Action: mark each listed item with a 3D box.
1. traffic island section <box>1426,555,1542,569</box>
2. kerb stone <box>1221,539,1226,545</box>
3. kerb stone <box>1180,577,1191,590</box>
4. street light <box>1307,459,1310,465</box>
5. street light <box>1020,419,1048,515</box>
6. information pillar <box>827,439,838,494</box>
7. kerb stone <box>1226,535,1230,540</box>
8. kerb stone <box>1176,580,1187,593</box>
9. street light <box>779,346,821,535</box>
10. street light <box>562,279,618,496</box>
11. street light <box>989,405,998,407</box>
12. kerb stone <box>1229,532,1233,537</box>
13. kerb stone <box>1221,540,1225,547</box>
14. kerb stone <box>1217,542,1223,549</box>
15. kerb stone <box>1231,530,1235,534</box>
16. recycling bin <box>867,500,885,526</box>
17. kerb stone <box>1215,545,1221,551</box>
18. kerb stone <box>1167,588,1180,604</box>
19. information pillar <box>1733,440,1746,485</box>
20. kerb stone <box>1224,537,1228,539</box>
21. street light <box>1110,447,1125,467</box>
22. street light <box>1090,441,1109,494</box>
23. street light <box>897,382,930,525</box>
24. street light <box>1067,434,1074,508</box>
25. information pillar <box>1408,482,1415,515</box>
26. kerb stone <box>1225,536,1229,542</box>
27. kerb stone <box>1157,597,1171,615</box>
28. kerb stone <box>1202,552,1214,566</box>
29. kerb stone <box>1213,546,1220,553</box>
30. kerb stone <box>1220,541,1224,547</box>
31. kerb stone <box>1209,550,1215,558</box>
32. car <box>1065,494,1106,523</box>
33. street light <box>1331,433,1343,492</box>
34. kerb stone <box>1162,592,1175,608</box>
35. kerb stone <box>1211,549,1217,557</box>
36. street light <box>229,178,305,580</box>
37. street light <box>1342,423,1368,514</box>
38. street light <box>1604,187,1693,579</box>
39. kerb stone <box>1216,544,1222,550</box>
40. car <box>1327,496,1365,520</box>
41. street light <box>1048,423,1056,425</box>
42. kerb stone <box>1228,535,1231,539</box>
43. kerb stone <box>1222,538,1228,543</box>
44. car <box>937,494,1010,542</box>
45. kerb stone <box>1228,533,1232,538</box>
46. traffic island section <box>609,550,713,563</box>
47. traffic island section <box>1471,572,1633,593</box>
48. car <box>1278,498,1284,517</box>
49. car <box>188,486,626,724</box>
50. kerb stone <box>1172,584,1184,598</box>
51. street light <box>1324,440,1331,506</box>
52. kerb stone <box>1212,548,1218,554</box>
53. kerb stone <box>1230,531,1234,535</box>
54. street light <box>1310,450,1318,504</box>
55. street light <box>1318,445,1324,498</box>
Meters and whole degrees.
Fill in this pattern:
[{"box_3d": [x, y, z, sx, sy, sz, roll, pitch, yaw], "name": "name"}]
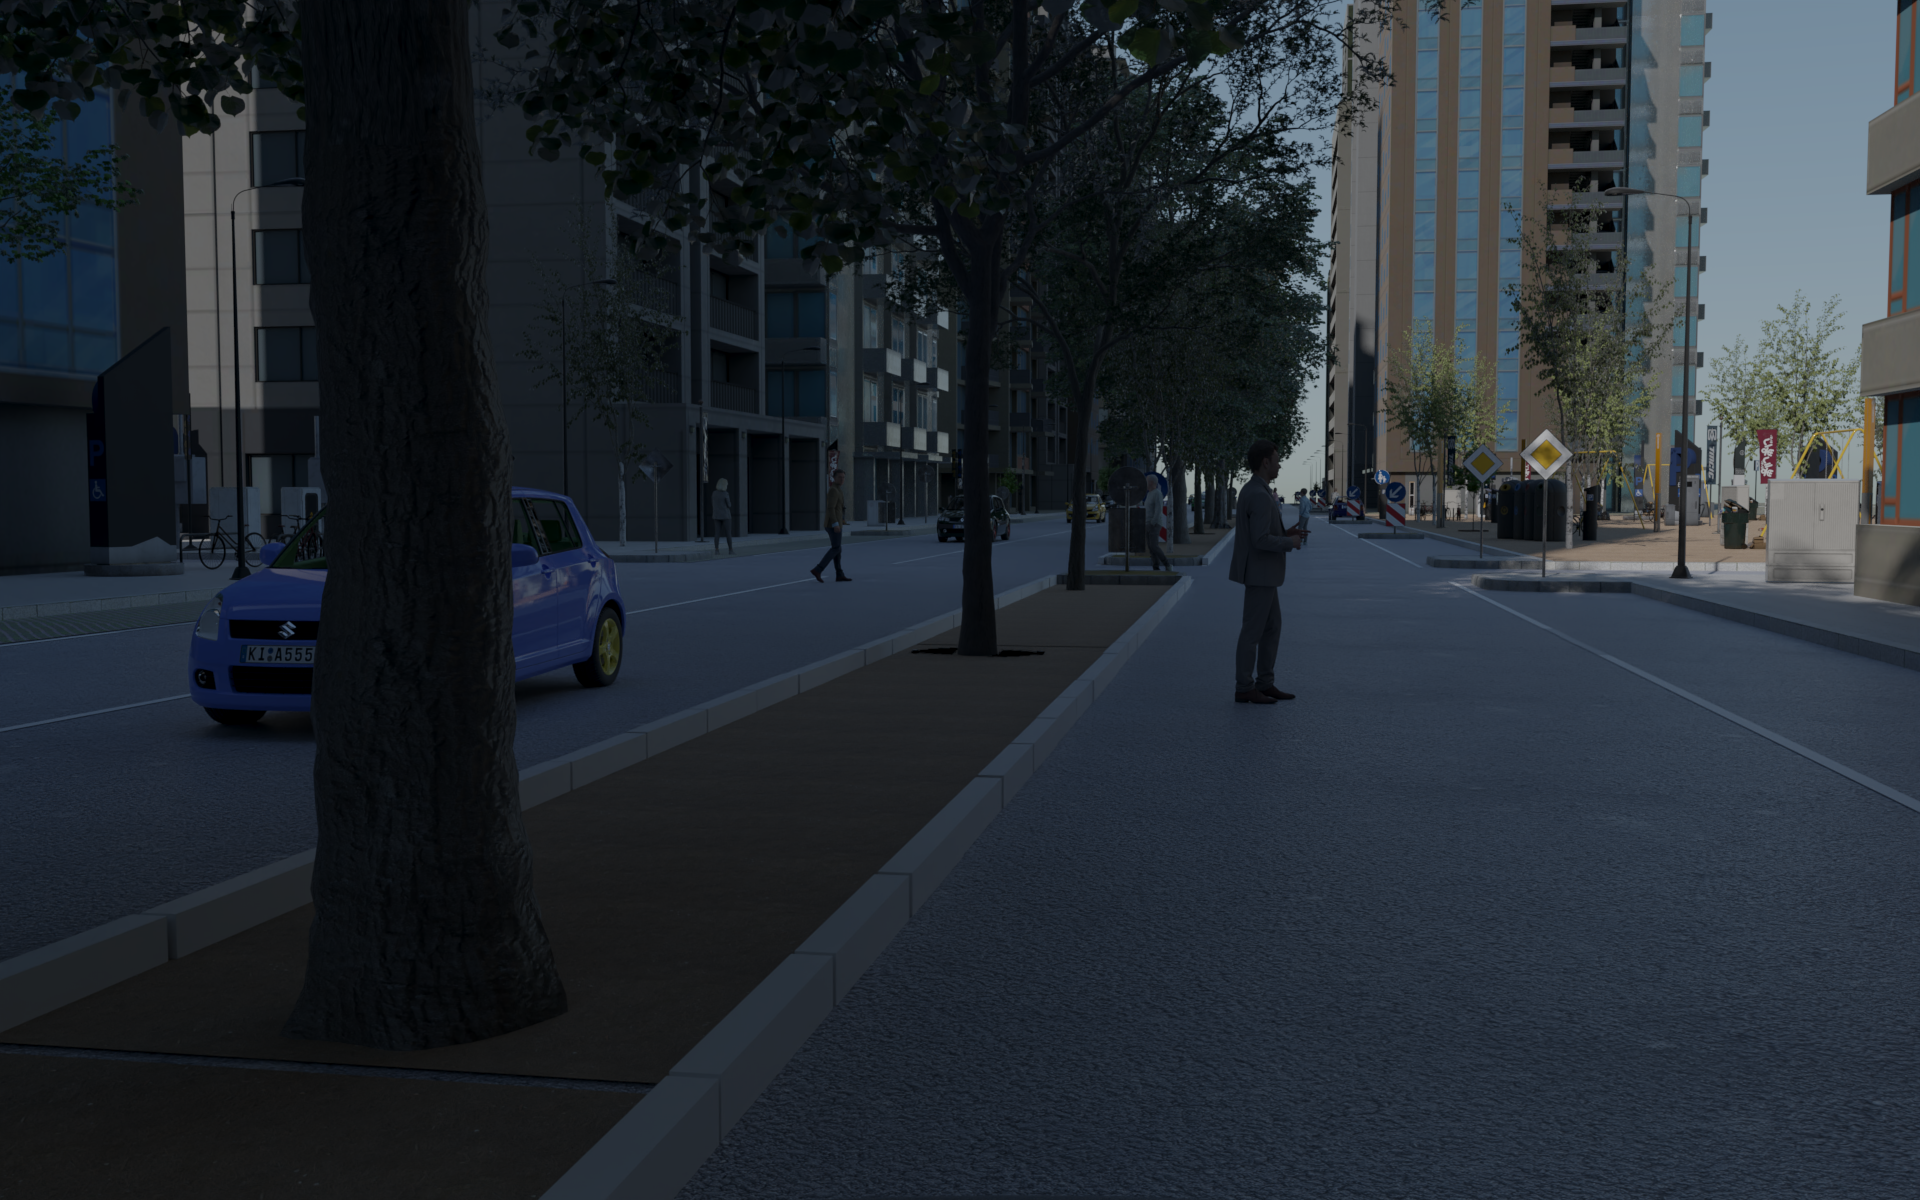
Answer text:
[{"box_3d": [10.414, -0.751, 34.555, 2.009, 0.180, 2.903, 1, 4, 10], "name": "traffic island section"}, {"box_3d": [6.977, -1.475, 46.306, 0.120, 0.150, 1.000, 1, 4, 10], "name": "kerb stone"}, {"box_3d": [3.291, -0.208, 25.592, 0.120, 0.150, 1.000, 1, 4, 10], "name": "kerb stone"}, {"box_3d": [43.303, -14.571, 210.783, 1.470, 5.913, 1.316, 1, 4, 10], "name": "street light"}, {"box_3d": [4.466, -8.252, 107.463, 1.470, 5.913, 1.316, 1, 4, 10], "name": "street light"}, {"box_3d": [-5.368, -5.006, 73.210, 0.504, 3.616, 0.183, 1, 4, 15], "name": "information pillar"}, {"box_3d": [7.687, -1.721, 50.338, 0.120, 0.150, 1.000, 1, 4, 10], "name": "kerb stone"}, {"box_3d": [3.105, -0.143, 24.584, 0.120, 0.150, 1.000, 1, 4, 10], "name": "kerb stone"}, {"box_3d": [-5.063, -5.027, 54.730, 1.470, 5.913, 1.316, 1, 4, 10], "name": "street light"}, {"box_3d": [-8.070, -3.979, 37.596, 1.470, 5.913, 1.316, 1, 4, 10], "name": "street light"}, {"box_3d": [1.294, -7.206, 90.358, 1.470, 5.913, 1.316, 1, 4, 10], "name": "street light"}, {"box_3d": [8.413, -1.962, 54.367, 0.120, 0.150, 1.000, 1, 4, 10], "name": "kerb stone"}, {"box_3d": [6.798, -1.410, 45.300, 0.120, 0.150, 1.000, 1, 4, 10], "name": "kerb stone"}, {"box_3d": [6.439, -1.285, 43.277, 0.120, 0.150, 1.000, 1, 4, 10], "name": "kerb stone"}, {"box_3d": [8.948, -2.153, 57.390, 0.120, 0.150, 1.000, 1, 4, 10], "name": "kerb stone"}, {"box_3d": [-3.334, -3.444, 68.869, 0.722, 1.027, 0.722, 0, 4, -3], "name": "recycling bin"}, {"box_3d": [6.077, -1.163, 41.264, 0.120, 0.150, 1.000, 1, 4, 10], "name": "kerb stone"}, {"box_3d": [2.739, -0.022, 22.550, 0.120, 0.150, 1.000, 1, 4, 10], "name": "kerb stone"}, {"box_3d": [33.675, -5.107, 74.848, 0.504, 3.616, 0.183, -1, 4, -8], "name": "information pillar"}, {"box_3d": [7.341, -1.596, 48.321, 0.120, 0.150, 1.000, 1, 4, 10], "name": "kerb stone"}, {"box_3d": [14.821, -11.836, 166.055, 1.470, 5.913, 1.316, 1, 4, 10], "name": "street light"}, {"box_3d": [11.773, -10.770, 148.630, 1.470, 5.913, 1.316, 1, 4, 10], "name": "street light"}, {"box_3d": [-1.929, -6.089, 72.091, 1.470, 5.913, 1.316, 1, 4, 10], "name": "street light"}, {"box_3d": [8.725, -9.722, 131.503, 1.470, 5.913, 1.316, 1, 4, 10], "name": "street light"}, {"box_3d": [27.099, -6.083, 103.947, 0.304, 2.012, 0.304, 0, 4, 7], "name": "information pillar"}, {"box_3d": [7.517, -1.658, 49.331, 0.120, 0.150, 1.000, 1, 4, 10], "name": "kerb stone"}, {"box_3d": [2.388, 0.102, 20.532, 0.120, 0.150, 1.000, 1, 4, 10], "name": "kerb stone"}, {"box_3d": [5.180, -0.857, 36.204, 0.120, 0.150, 1.000, 1, 4, 10], "name": "kerb stone"}, {"box_3d": [5.903, -1.103, 40.257, 0.120, 0.150, 1.000, 1, 4, 10], "name": "kerb stone"}, {"box_3d": [6.619, -1.351, 44.293, 0.120, 0.150, 1.000, 1, 4, 10], "name": "kerb stone"}, {"box_3d": [5.359, -0.919, 37.214, 0.120, 0.150, 1.000, 1, 4, 10], "name": "kerb stone"}, {"box_3d": [6.309, -4.669, 86.568, 2.015, 1.641, 3.980, 1, 4, 10], "name": "car"}, {"box_3d": [28.991, -9.682, 130.844, 1.470, 5.913, 1.316, 1, 4, 10], "name": "street light"}, {"box_3d": [2.560, 0.042, 21.541, 0.120, 0.150, 1.000, 1, 4, 10], "name": "kerb stone"}, {"box_3d": [5.539, -0.981, 38.229, 0.120, 0.150, 1.000, 1, 4, 10], "name": "kerb stone"}, {"box_3d": [-10.232, -3.251, 25.687, 1.470, 5.913, 1.316, 1, 4, 10], "name": "street light"}, {"box_3d": [26.025, -8.618, 113.440, 1.470, 5.913, 1.316, 1, 4, 10], "name": "street light"}, {"box_3d": [10.456, -3.289, 26.311, 1.470, 5.913, 1.316, 1, 4, 10], "name": "street light"}, {"box_3d": [6.258, -1.228, 42.270, 0.120, 0.150, 1.000, 1, 4, 10], "name": "kerb stone"}, {"box_3d": [20.399, -4.823, 91.431, 1.945, 1.354, 3.894, 1, 4, 9], "name": "car"}, {"box_3d": [5.578, -8.623, 113.528, 1.470, 5.913, 1.316, 1, 4, 10], "name": "street light"}, {"box_3d": [7.876, -1.778, 51.343, 0.120, 0.150, 1.000, 1, 4, 10], "name": "kerb stone"}, {"box_3d": [7.166, -1.535, 47.314, 0.120, 0.150, 1.000, 1, 4, 10], "name": "kerb stone"}, {"box_3d": [0.440, -2.628, 52.761, 2.009, 1.686, 4.222, 1, 4, 11], "name": "car"}, {"box_3d": [8.237, -1.906, 53.355, 0.120, 0.150, 1.000, 1, 4, 10], "name": "kerb stone"}, {"box_3d": [-6.609, -0.936, 37.581, 2.009, 0.180, 2.903, 1, 4, 10], "name": "traffic island section"}, {"box_3d": [9.013, -0.270, 26.693, 2.009, 0.180, 2.903, 1, 4, 10], "name": "traffic island section"}, {"box_3d": [18.282, -5.577, 103.183, 2.014, 1.417, 4.499, 1, 4, 9], "name": "car"}, {"box_3d": [-3.627, -0.133, 11.769, 1.945, 1.707, 3.694, 1, 4, 9], "name": "car"}, {"box_3d": [2.926, -0.084, 23.562, 0.120, 0.150, 1.000, 1, 4, 10], "name": "kerb stone"}, {"box_3d": [32.202, -10.752, 148.333, 1.470, 5.913, 1.316, 1, 4, 10], "name": "street light"}, {"box_3d": [5.725, -1.042, 39.248, 0.120, 0.150, 1.000, 1, 4, 10], "name": "kerb stone"}, {"box_3d": [8.594, -2.025, 55.377, 0.120, 0.150, 1.000, 1, 4, 10], "name": "kerb stone"}, {"box_3d": [40.080, -13.476, 192.866, 1.470, 5.913, 1.316, 1, 4, 10], "name": "street light"}, {"box_3d": [35.209, -11.800, 165.468, 1.470, 5.913, 1.316, 1, 4, 10], "name": "street light"}]
